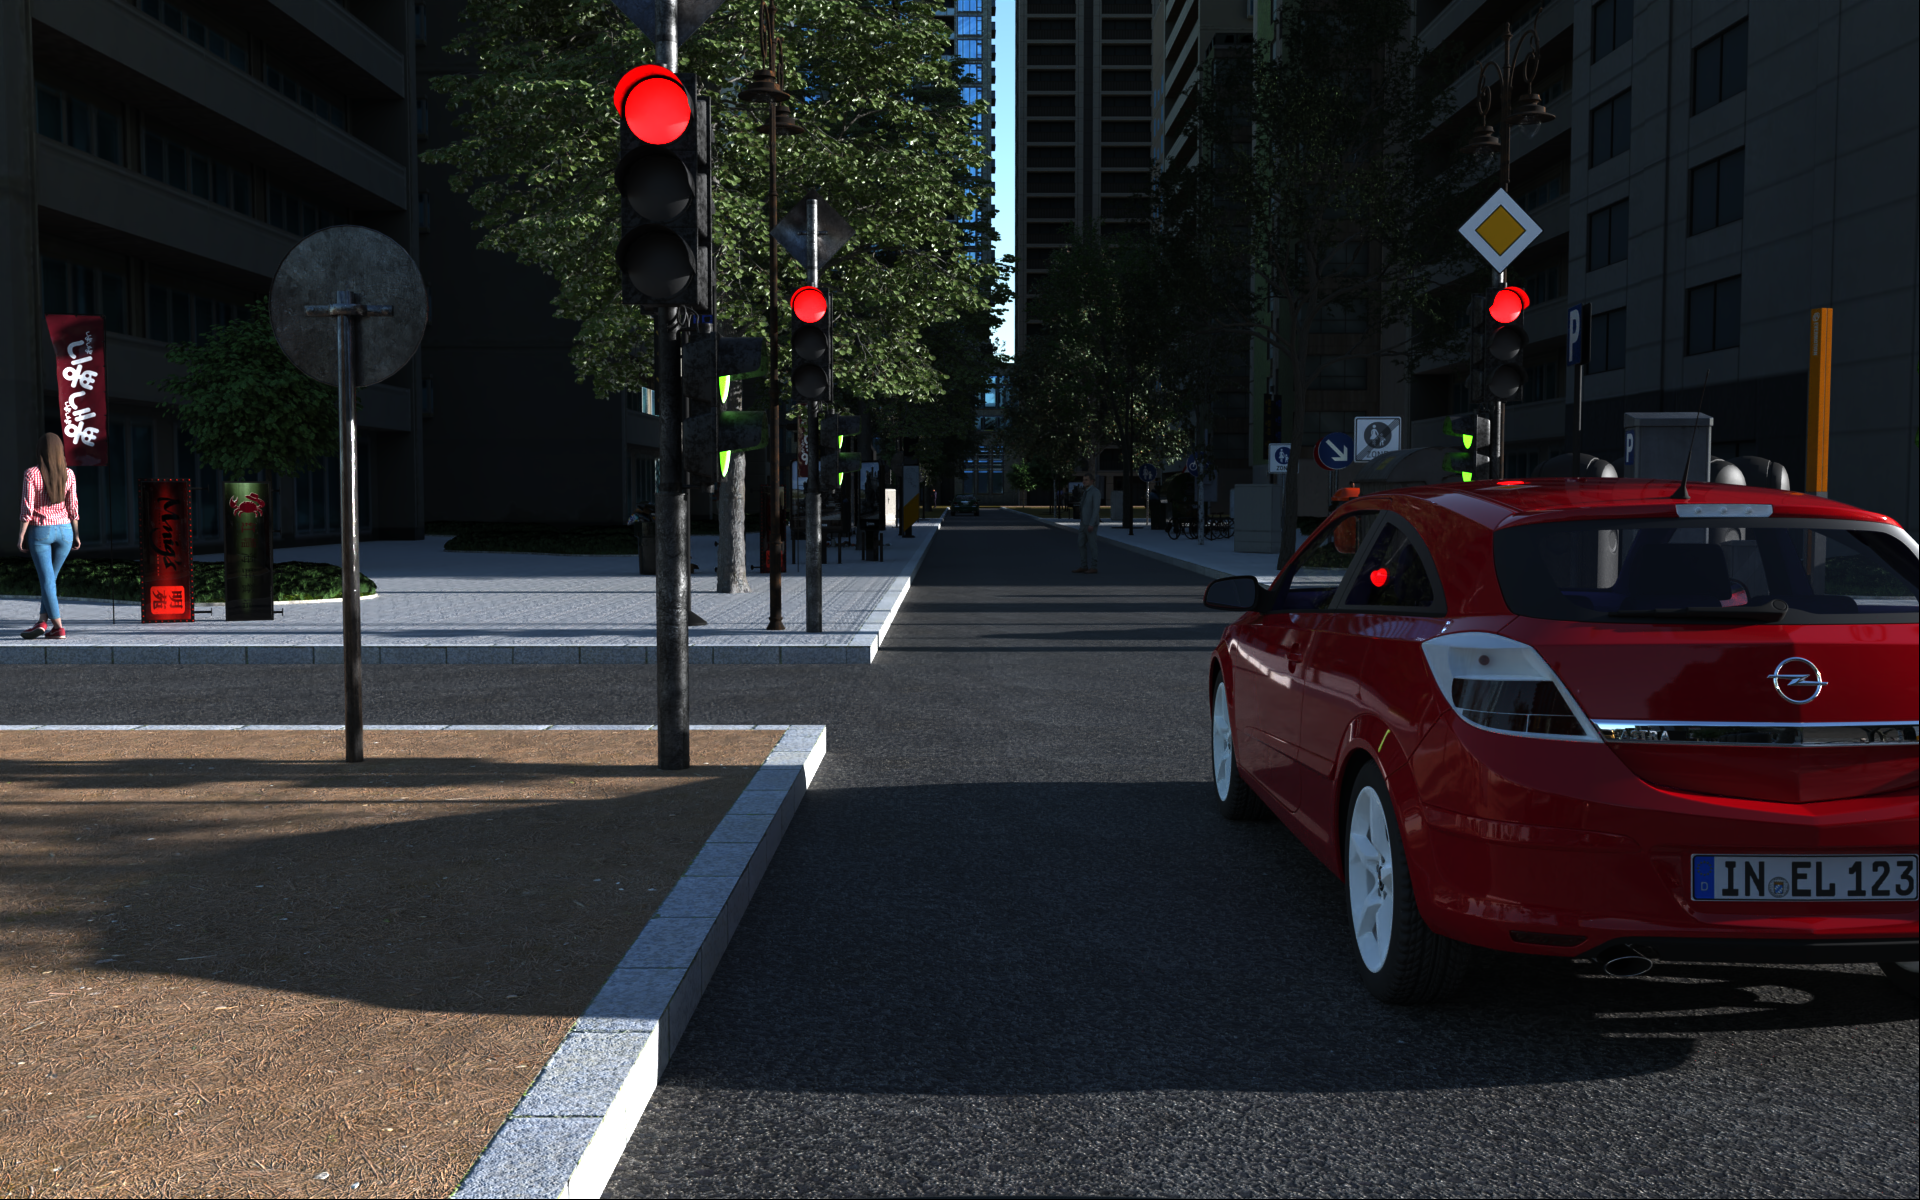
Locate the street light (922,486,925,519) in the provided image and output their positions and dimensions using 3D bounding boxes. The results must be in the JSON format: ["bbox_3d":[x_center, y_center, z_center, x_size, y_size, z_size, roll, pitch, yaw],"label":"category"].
[{"bbox_3d":[-1.896,-7.175,90.093,0.468,5.910,1.993,0,3,0],"label":"street light"}]

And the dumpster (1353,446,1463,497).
[{"bbox_3d":[5.792,-0.987,21.900,1.264,1.857,1.865,0,3,0],"label":"dumpster"}]

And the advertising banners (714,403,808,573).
[{"bbox_3d":[-3.061,-1.949,28.052,2.074,3.025,0.090,-3,4,-38],"label":"advertising banners"}]

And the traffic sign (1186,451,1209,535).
[{"bbox_3d":[7.147,-3.161,51.781,0.768,2.556,0.104,0,4,4],"label":"traffic sign"}]

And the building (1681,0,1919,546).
[{"bbox_3d":[26.809,-36.524,35.419,20.611,71.187,20.563,0,3,0],"label":"building"}]

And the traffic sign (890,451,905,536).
[{"bbox_3d":[-1.682,-3.136,51.383,0.768,2.556,0.104,0,4,2],"label":"traffic sign"}]

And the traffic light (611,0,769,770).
[{"bbox_3d":[-1.323,-1.166,7.993,0.839,4.253,0.868,0,3,0],"label":"traffic light"}]

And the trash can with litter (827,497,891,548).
[{"bbox_3d":[-2.543,-1.929,42.589,2.233,1.210,1.678,-2,4,-33],"label":"trash can with litter"}]

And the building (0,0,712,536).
[{"bbox_3d":[-21.801,-27.064,66.196,21.300,48.544,21.600,0,3,0],"label":"building"}]

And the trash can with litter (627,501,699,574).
[{"bbox_3d":[-4.761,-1.005,27.816,0.624,1.170,1.055,3,5,44],"label":"trash can with litter"}]

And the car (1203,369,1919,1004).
[{"bbox_3d":[2.038,0.164,6.355,2.155,1.783,4.494,0,4,0],"label":"car"}]

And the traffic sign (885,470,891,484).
[{"bbox_3d":[-3.192,-4.293,72.317,0.606,2.300,0.079,1,4,9],"label":"traffic sign"}]

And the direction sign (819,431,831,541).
[{"bbox_3d":[-3.704,-3.383,47.315,0.876,3.537,0.379,2,4,31],"label":"direction sign"}]

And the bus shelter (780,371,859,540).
[{"bbox_3d":[-4.109,-4.584,52.585,2.179,5.291,8.768,0,4,0],"label":"bus shelter"}]

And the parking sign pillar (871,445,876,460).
[{"bbox_3d":[-4.065,-5.242,74.176,1.447,3.967,1.447,-2,4,-31],"label":"parking sign pillar"}]

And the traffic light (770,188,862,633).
[{"bbox_3d":[-1.337,-1.655,15.978,0.839,4.253,0.868,0,3,0],"label":"traffic light"}]

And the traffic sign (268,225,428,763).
[{"bbox_3d":[-2.904,-0.497,8.229,0.768,2.556,0.104,0,4,3],"label":"traffic sign"}]

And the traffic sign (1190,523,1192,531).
[{"bbox_3d":[7.791,-3.565,58.296,0.884,2.594,0.081,0,4,1],"label":"traffic sign"}]

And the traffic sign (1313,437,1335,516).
[{"bbox_3d":[8.051,-2.297,37.655,0.768,2.556,0.104,0,4,4],"label":"traffic sign"}]

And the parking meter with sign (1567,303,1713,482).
[{"bbox_3d":[6.540,-1.206,15.982,1.738,3.016,0.543,0,4,7],"label":"parking meter with sign"}]

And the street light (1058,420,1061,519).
[{"bbox_3d":[5.200,-7.194,90.406,0.468,5.910,1.993,0,3,0],"label":"street light"}]

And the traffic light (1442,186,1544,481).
[{"bbox_3d":[4.924,-1.657,16.006,0.839,4.253,0.868,0,3,0],"label":"traffic light"}]

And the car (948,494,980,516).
[{"bbox_3d":[0.313,-6.276,114.411,2.131,1.459,4.920,0,4,-1],"label":"car"}]

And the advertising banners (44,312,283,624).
[{"bbox_3d":[-7.859,-1.283,17.171,2.074,3.025,0.090,-2,4,-24],"label":"advertising banners"}]

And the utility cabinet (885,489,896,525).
[{"bbox_3d":[-3.072,-3.796,70.751,0.318,1.500,1.173,3,5,39],"label":"utility cabinet"}]

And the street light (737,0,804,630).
[{"bbox_3d":[-1.744,-2.656,16.221,0.468,5.910,1.993,0,3,0],"label":"street light"}]

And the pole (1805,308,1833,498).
[{"bbox_3d":[9.467,-1.546,19.123,0.158,3.312,0.155,0,3,0],"label":"pole"}]

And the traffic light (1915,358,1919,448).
[{"bbox_3d":[4.938,-1.168,8.020,0.839,4.253,0.868,0,3,0],"label":"traffic light"}]

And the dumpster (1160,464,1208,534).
[{"bbox_3d":[7.416,-3.323,56.822,1.502,2.255,1.985,0,3,0],"label":"dumpster"}]

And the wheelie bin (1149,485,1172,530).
[{"bbox_3d":[7.195,-3.330,62.351,0.980,1.594,0.693,-3,4,-38],"label":"wheelie bin"}]

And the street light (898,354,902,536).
[{"bbox_3d":[-1.830,-4.934,53.464,0.468,5.910,1.993,0,3,0],"label":"street light"}]

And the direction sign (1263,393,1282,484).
[{"bbox_3d":[7.095,-2.898,39.387,0.379,3.537,0.876,2,4,35],"label":"direction sign"}]

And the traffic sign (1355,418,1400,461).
[{"bbox_3d":[5.520,-1.275,22.968,0.606,2.300,0.079,0,4,4],"label":"traffic sign"}]

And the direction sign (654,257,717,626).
[{"bbox_3d":[-2.674,-1.523,16.895,0.876,3.537,0.379,3,5,39],"label":"direction sign"}]

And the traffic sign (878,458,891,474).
[{"bbox_3d":[-2.940,-3.883,63.227,0.795,2.593,0.064,0,4,1],"label":"traffic sign"}]

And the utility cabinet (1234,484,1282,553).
[{"bbox_3d":[6.496,-1.778,37.757,0.318,1.500,1.173,-2,4,-33],"label":"utility cabinet"}]

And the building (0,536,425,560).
[{"bbox_3d":[-25.662,-25.256,36.644,21.300,48.544,21.600,0,3,0],"label":"building"}]

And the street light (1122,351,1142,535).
[{"bbox_3d":[5.332,-4.953,53.777,0.468,5.910,1.993,0,3,0],"label":"street light"}]

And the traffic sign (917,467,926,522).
[{"bbox_3d":[-1.909,-4.808,78.719,0.768,2.556,0.104,0,4,4],"label":"traffic sign"}]

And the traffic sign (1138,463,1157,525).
[{"bbox_3d":[7.797,-4.398,72.016,0.768,2.556,0.104,1,4,9],"label":"traffic sign"}]

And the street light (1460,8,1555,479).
[{"bbox_3d":[5.364,-2.713,17.148,0.468,5.910,1.993,0,3,0],"label":"street light"}]

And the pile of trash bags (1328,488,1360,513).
[{"bbox_3d":[6.907,-0.900,24.475,3.447,1.369,1.912,0,4,-5],"label":"pile of trash bags"}]

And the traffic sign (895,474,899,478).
[{"bbox_3d":[-1.998,-3.816,62.495,0.768,2.556,0.104,0,4,4],"label":"traffic sign"}]

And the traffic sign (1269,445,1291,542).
[{"bbox_3d":[6.547,-2.015,35.073,0.606,2.300,0.079,1,4,9],"label":"traffic sign"}]

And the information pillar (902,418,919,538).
[{"bbox_3d":[-1.438,-3.636,50.798,0.504,3.616,0.183,1,4,20],"label":"information pillar"}]

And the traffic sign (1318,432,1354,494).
[{"bbox_3d":[7.734,-2.171,35.597,0.768,2.556,0.104,0,4,5],"label":"traffic sign"}]
